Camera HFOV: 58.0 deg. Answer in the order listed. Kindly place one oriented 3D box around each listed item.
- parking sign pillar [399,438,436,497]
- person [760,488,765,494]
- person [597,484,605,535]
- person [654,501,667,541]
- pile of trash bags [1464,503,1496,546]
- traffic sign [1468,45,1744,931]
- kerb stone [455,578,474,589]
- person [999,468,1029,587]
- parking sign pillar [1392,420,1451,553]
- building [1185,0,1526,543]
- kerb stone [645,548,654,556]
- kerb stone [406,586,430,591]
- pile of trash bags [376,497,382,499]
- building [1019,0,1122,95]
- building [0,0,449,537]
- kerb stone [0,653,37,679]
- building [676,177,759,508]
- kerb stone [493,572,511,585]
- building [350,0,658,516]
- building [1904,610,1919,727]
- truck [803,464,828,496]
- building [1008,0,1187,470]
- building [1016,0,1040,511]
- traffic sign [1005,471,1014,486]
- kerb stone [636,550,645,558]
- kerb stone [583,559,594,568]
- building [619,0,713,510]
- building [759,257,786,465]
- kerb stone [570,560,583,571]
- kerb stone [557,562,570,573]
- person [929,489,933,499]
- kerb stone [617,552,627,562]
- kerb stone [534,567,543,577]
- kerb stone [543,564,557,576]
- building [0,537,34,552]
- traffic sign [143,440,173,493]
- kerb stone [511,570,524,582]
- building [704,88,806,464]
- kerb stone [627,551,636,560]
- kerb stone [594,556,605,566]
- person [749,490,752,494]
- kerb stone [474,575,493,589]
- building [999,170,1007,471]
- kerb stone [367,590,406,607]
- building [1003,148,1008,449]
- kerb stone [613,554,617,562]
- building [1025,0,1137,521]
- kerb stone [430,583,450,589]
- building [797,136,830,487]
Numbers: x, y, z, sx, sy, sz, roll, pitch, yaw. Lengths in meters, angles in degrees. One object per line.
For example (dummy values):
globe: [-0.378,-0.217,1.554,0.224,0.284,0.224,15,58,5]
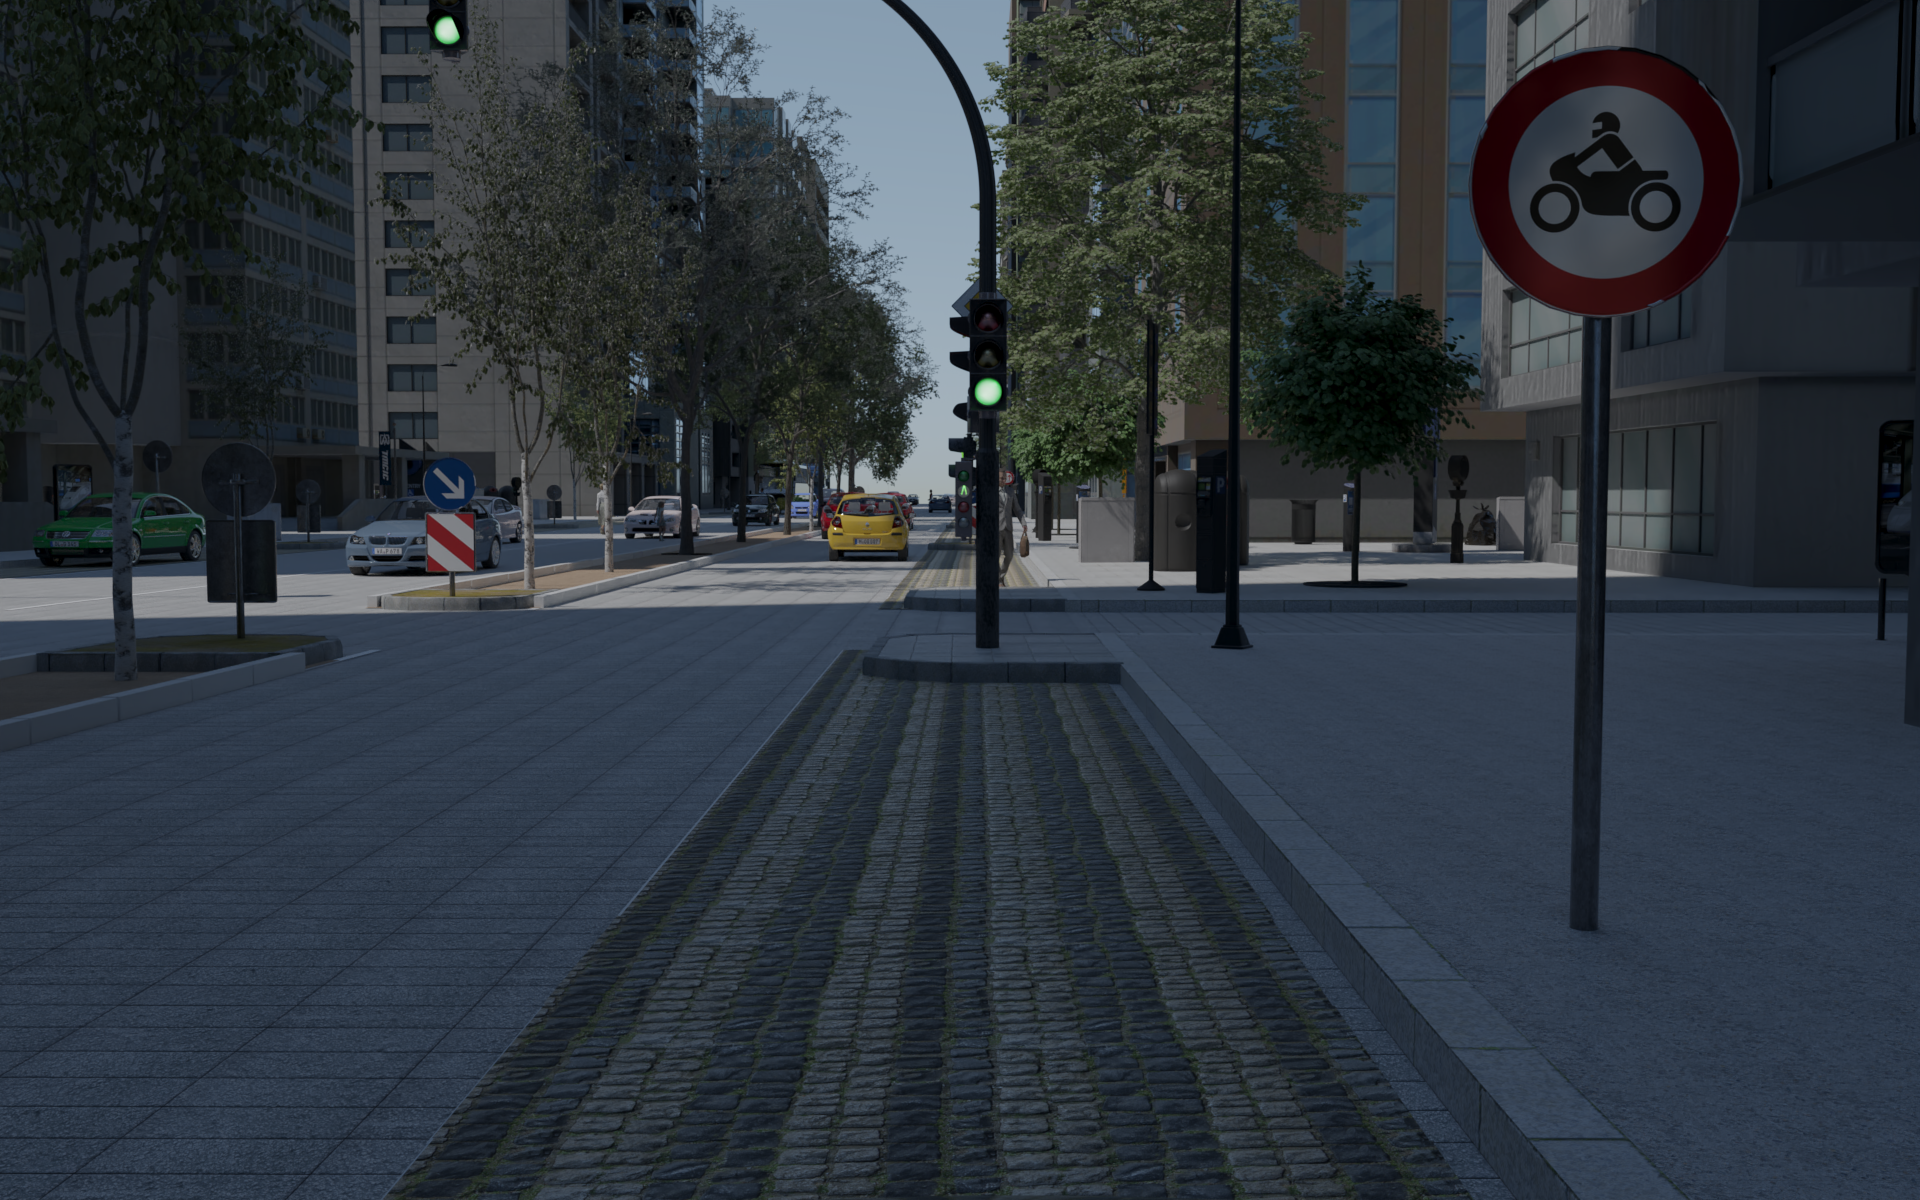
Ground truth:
parking sign pillar: [-26.294,-5.787,83.094,1.447,3.967,1.447,0,4,7]
person: [-12.464,-6.146,108.972,0.705,1.826,1.348,2,4,30]
person: [-12.534,-3.188,60.848,0.478,1.798,0.641,1,4,14]
person: [-9.168,-2.398,52.729,0.505,1.210,0.382,2,4,35]
pile of trash bags: [14.513,-2.057,43.385,3.447,1.369,1.912,-1,4,-20]
traffic sign: [1.845,-0.302,5.043,0.768,2.556,0.104,0,4,4]
kerb stone: [-7.358,-0.193,25.356,0.120,0.150,1.000,0,4,0]
person: [0.634,-1.043,25.682,0.709,1.813,0.853,-2,4,-26]
parking sign pillar: [10.328,-3.051,38.351,1.447,3.967,1.447,1,4,20]
building: [12.789,-24.510,50.848,14.600,45.320,14.200,0,4,0]
kerb stone: [-7.226,-1.070,39.686,0.120,0.150,1.000,0,4,0]
kerb stone: [-7.381,-0.065,23.311,0.120,0.150,1.000,0,4,0]
pile of trash bags: [-28.106,-4.646,85.719,1.912,1.369,3.447,1,4,9]
building: [15.120,-28.115,114.299,22.147,44.769,28.867,0,4,0]
building: [-37.565,-22.893,66.186,32.217,40.220,23.993,0,4,0]
kerb stone: [-7.457,0.530,13.523,0.120,0.150,1.000,0,4,0]
building: [-26.552,-23.568,157.039,14.160,30.474,14.107,0,4,0]
kerb stone: [-7.342,-0.318,27.400,0.120,0.150,1.000,0,4,0]
building: [-30.092,-40.922,107.331,20.563,71.187,20.611,0,4,0]
building: [10.570,-19.684,5.432,14.154,41.232,14.086,0,4,0]
truck: [-12.869,-10.320,158.484,2.967,4.110,18.799,0,4,0]
building: [11.215,-30.601,150.443,14.600,45.320,14.200,0,4,0]
building: [11.403,-27.667,135.945,14.154,41.232,14.086,0,4,0]
traffic sign: [2.602,-5.818,95.229,0.768,2.556,0.104,1,4,8]
kerb stone: [-7.245,-1.003,38.658,0.120,0.150,1.000,0,4,0]
kerb stone: [-7.300,-0.694,33.539,0.120,0.150,1.000,0,4,0]
building: [-30.779,-50.164,132.851,22.319,86.520,31.000,0,4,0]
building: [-26.692,-25.537,189.232,14.160,30.474,14.107,0,4,0]
kerb stone: [-7.298,-0.625,32.517,0.120,0.150,1.000,0,4,0]
kerb stone: [-7.306,-0.568,31.489,0.120,0.150,1.000,0,4,0]
person: [-2.462,-8.349,144.947,0.705,1.831,1.348,0,4,-5]
kerb stone: [-7.261,-0.881,36.605,0.120,0.150,1.000,0,4,0]
kerb stone: [-7.324,-0.443,29.444,0.120,0.150,1.000,0,4,0]
kerb stone: [-7.322,-0.506,30.466,0.120,0.150,1.000,0,4,0]
building: [-37.345,-20.940,34.250,32.217,40.220,23.993,0,4,0]
traffic sign: [-18.967,-2.497,40.939,0.768,2.556,0.104,1,4,8]
kerb stone: [-7.330,-0.378,28.422,0.120,0.150,1.000,0,4,0]
building: [-30.609,-36.210,211.639,23.786,49.044,30.456,0,4,0]
kerb stone: [-7.263,-0.944,37.629,0.120,0.150,1.000,0,4,0]
kerb stone: [-7.287,-0.745,34.562,0.120,0.150,1.000,0,4,0]
person: [-16.460,-7.755,135.971,1.217,1.739,0.721,-1,4,-13]
kerb stone: [-7.347,-0.256,26.378,0.120,0.150,1.000,0,4,0]
building: [16.429,-38.040,245.661,21.300,48.544,21.600,0,4,0]
kerb stone: [-7.390,-0.005,22.280,0.120,0.150,1.000,0,4,0]
building: [16.335,-33.737,206.228,22.147,44.769,28.867,0,4,0]
kerb stone: [-7.268,-0.819,35.583,0.120,0.150,1.000,0,4,0]
building: [14.723,-46.939,80.118,22.319,86.520,31.000,0,4,0]
kerb stone: [-7.370,-0.130,24.334,0.120,0.150,1.000,0,4,0]
building: [-29.433,-37.566,237.897,21.300,48.544,21.600,0,4,0]
